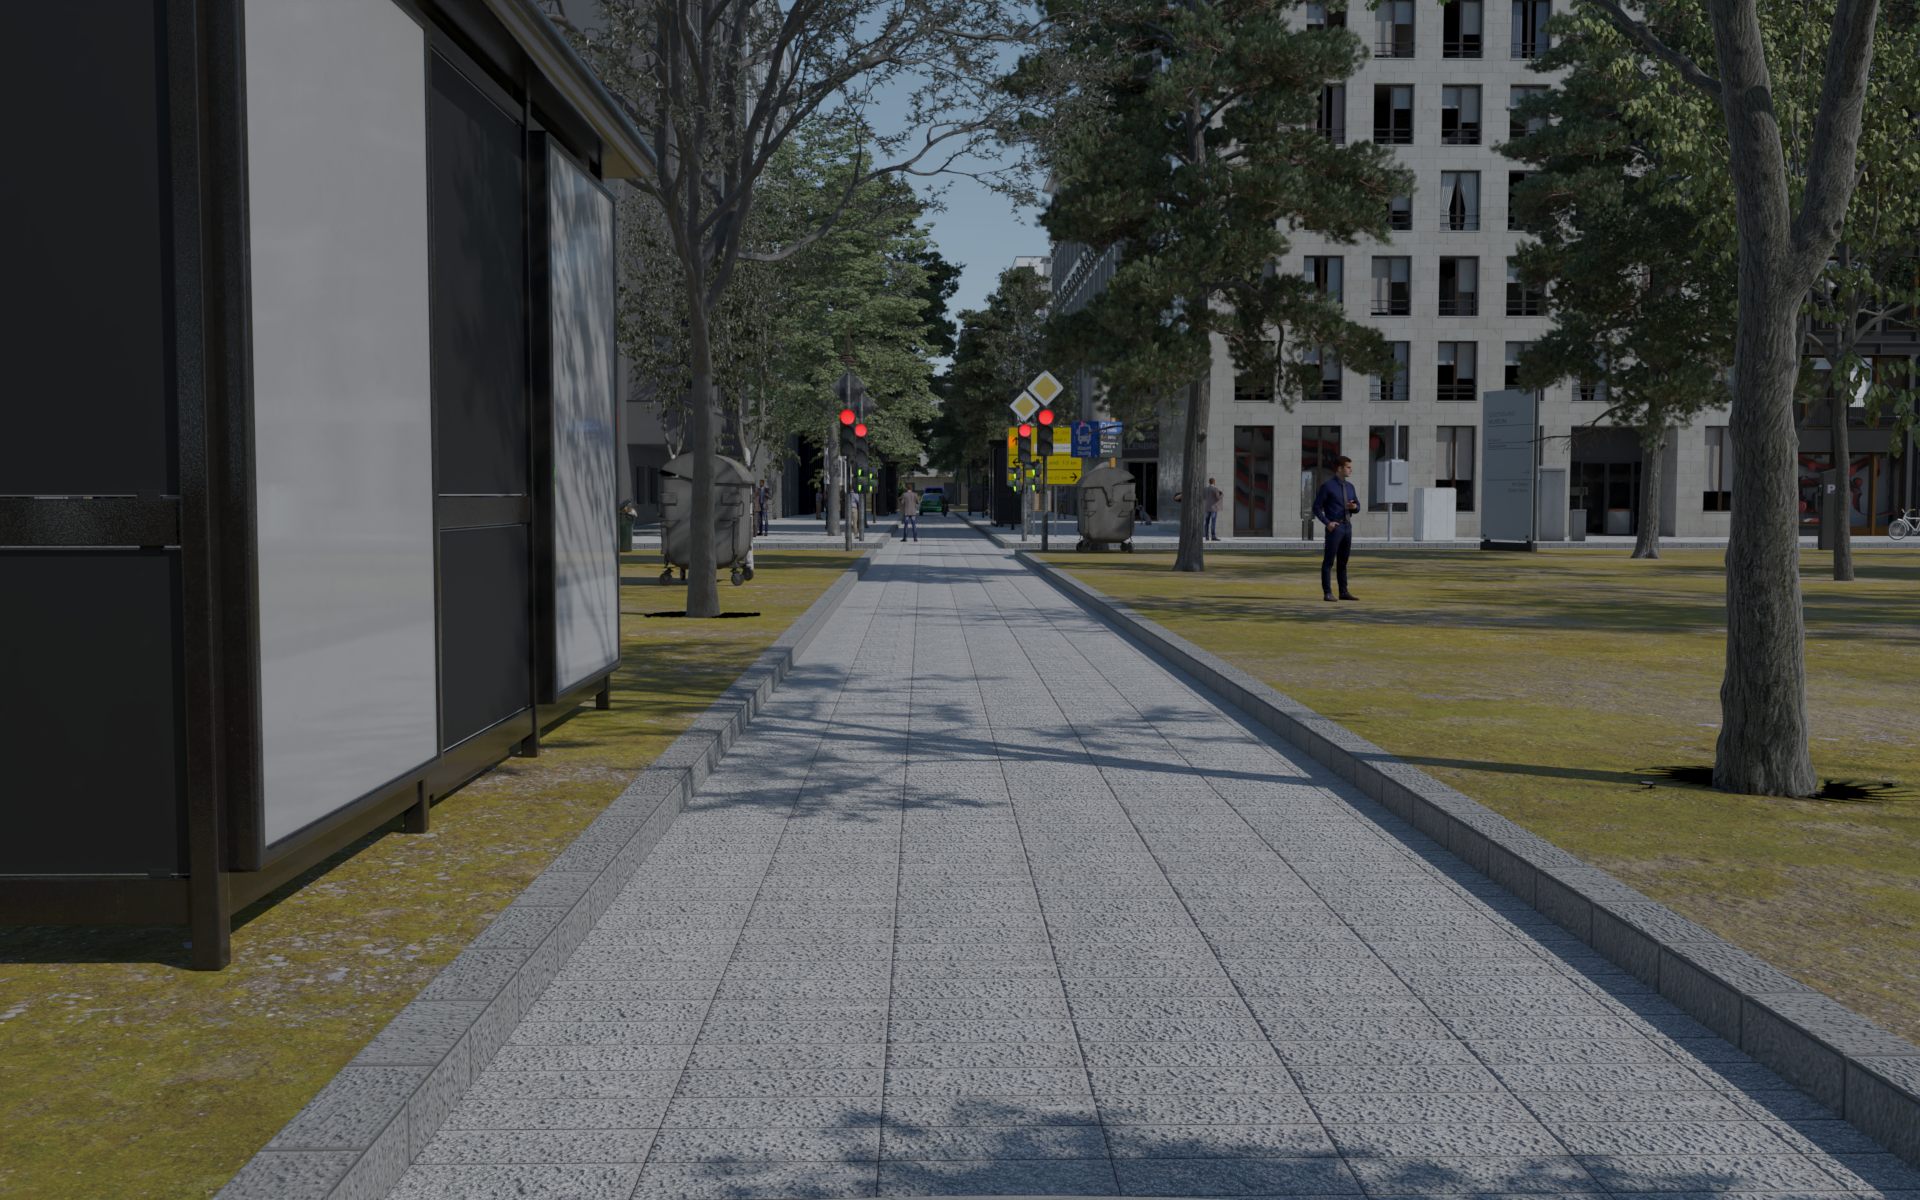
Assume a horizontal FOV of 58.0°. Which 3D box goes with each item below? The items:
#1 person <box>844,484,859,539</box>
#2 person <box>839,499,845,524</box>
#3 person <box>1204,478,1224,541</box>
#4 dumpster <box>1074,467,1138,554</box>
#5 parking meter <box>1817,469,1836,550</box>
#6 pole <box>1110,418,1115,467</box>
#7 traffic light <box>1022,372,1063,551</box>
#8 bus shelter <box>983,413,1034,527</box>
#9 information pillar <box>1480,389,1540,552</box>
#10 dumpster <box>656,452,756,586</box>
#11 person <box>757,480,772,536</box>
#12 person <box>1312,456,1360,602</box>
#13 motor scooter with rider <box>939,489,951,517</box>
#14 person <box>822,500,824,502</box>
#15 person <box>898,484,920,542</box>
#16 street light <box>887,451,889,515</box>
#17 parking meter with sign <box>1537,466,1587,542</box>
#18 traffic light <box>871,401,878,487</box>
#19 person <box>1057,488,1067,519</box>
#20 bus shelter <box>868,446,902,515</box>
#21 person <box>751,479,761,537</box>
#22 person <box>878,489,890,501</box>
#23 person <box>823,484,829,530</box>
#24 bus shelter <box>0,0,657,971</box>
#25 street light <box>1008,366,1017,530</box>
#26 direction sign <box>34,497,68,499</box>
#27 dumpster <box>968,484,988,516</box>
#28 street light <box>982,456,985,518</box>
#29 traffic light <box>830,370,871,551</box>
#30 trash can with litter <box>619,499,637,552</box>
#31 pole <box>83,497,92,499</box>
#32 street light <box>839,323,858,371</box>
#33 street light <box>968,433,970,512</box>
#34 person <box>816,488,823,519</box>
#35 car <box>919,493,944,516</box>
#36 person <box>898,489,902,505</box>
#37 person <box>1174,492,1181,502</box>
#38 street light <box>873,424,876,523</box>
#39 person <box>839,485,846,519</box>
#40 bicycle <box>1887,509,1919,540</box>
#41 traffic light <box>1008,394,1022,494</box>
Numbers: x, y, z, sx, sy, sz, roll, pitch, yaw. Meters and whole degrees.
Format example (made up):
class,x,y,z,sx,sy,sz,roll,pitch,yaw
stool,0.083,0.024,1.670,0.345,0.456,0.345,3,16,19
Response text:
class,x,y,z,sx,sy,sz,roll,pitch,yaw
person,-3.089,-2.537,49.590,0.516,1.574,0.319,2,4,31
person,-4.814,-4.000,73.805,0.453,1.535,0.546,2,4,29
person,6.932,-2.483,47.467,0.431,1.722,0.655,-3,5,-40
dumpster,3.191,-1.963,37.850,1.264,1.857,1.865,0,4,-1
parking meter,19.806,-2.068,39.525,0.399,1.863,0.255,0,4,7
pole,4.045,-3.213,46.379,0.158,3.312,0.155,0,3,0
traffic light,1.884,-3.030,38.785,0.839,4.213,0.868,0,4,-1
bus shelter,2.094,-5.704,70.885,2.179,5.291,8.768,0,4,-1
information pillar,12.402,-2.921,39.080,0.184,3.620,1.656,-2,4,-25
dumpster,-3.634,-1.167,24.838,1.264,1.857,1.865,0,4,-1
person,-6.038,-2.796,52.586,0.655,1.722,0.431,3,4,37
person,4.570,-0.855,20.726,0.576,1.737,0.504,-3,5,-42
motor scooter with rider,-0.917,-6.153,109.558,0.876,1.779,1.986,0,4,-2
person,-7.600,-5.510,98.819,0.600,1.496,0.574,0,4,3
person,-1.531,-2.604,51.892,0.655,1.722,0.431,-1,4,-13
street light,-4.363,-8.092,105.083,0.468,5.910,1.993,0,4,-1
parking meter with sign,16.006,-3.092,46.822,1.738,3.016,0.543,0,4,5
traffic light,-2.640,-3.512,46.664,0.839,4.213,0.868,0,4,-1
person,5.234,-4.936,88.814,0.516,1.574,0.319,1,4,20
bus shelter,-4.922,-8.199,111.684,2.179,5.291,8.768,0,4,-1
person,-6.225,-2.729,51.347,0.600,1.739,0.565,2,4,34
person,-4.535,-5.886,103.086,0.742,1.727,0.445,0,4,-3
person,-4.656,-3.317,61.744,0.415,1.643,0.593,-1,4,-21
bus shelter,-2.807,-1.731,5.933,2.179,5.291,8.768,0,4,-1
street light,1.879,-5.429,61.552,0.468,5.910,1.993,0,4,-1
direction sign,-24.849,-3.495,45.913,2.525,3.948,1.411,0,4,7
dumpster,1.096,-5.891,102.082,1.264,1.857,1.865,0,4,-1
street light,1.235,-7.282,91.845,0.468,5.910,1.993,0,4,-1
traffic light,-2.476,-3.024,38.680,0.839,4.213,0.868,0,4,-1
trash can with litter,-7.661,-1.629,38.027,1.055,1.170,0.624,-1,4,-23
pole,-23.256,-3.199,46.151,0.158,3.312,0.155,0,3,0
street light,-3.016,-4.533,46.899,0.468,5.910,1.993,0,4,-1
street light,0.625,-9.061,120.939,0.468,5.910,1.993,0,4,-1
person,-7.113,-4.866,87.667,0.319,1.574,0.516,-1,4,-23
car,-1.829,-6.501,115.086,1.959,1.807,4.718,0,4,-1
person,-6.440,-10.836,182.847,1.348,1.869,0.705,0,4,2
person,6.583,-2.597,50.373,0.647,1.594,0.662,-2,4,-35
street light,-3.768,-6.312,75.990,0.468,5.910,1.993,0,4,-1
person,-6.015,-5.086,89.751,0.434,1.755,0.990,-1,4,-22
bicycle,26.538,-2.134,48.106,1.543,0.972,0.635,0,4,0
traffic light,1.720,-3.518,46.769,0.839,4.213,0.868,0,4,-1
